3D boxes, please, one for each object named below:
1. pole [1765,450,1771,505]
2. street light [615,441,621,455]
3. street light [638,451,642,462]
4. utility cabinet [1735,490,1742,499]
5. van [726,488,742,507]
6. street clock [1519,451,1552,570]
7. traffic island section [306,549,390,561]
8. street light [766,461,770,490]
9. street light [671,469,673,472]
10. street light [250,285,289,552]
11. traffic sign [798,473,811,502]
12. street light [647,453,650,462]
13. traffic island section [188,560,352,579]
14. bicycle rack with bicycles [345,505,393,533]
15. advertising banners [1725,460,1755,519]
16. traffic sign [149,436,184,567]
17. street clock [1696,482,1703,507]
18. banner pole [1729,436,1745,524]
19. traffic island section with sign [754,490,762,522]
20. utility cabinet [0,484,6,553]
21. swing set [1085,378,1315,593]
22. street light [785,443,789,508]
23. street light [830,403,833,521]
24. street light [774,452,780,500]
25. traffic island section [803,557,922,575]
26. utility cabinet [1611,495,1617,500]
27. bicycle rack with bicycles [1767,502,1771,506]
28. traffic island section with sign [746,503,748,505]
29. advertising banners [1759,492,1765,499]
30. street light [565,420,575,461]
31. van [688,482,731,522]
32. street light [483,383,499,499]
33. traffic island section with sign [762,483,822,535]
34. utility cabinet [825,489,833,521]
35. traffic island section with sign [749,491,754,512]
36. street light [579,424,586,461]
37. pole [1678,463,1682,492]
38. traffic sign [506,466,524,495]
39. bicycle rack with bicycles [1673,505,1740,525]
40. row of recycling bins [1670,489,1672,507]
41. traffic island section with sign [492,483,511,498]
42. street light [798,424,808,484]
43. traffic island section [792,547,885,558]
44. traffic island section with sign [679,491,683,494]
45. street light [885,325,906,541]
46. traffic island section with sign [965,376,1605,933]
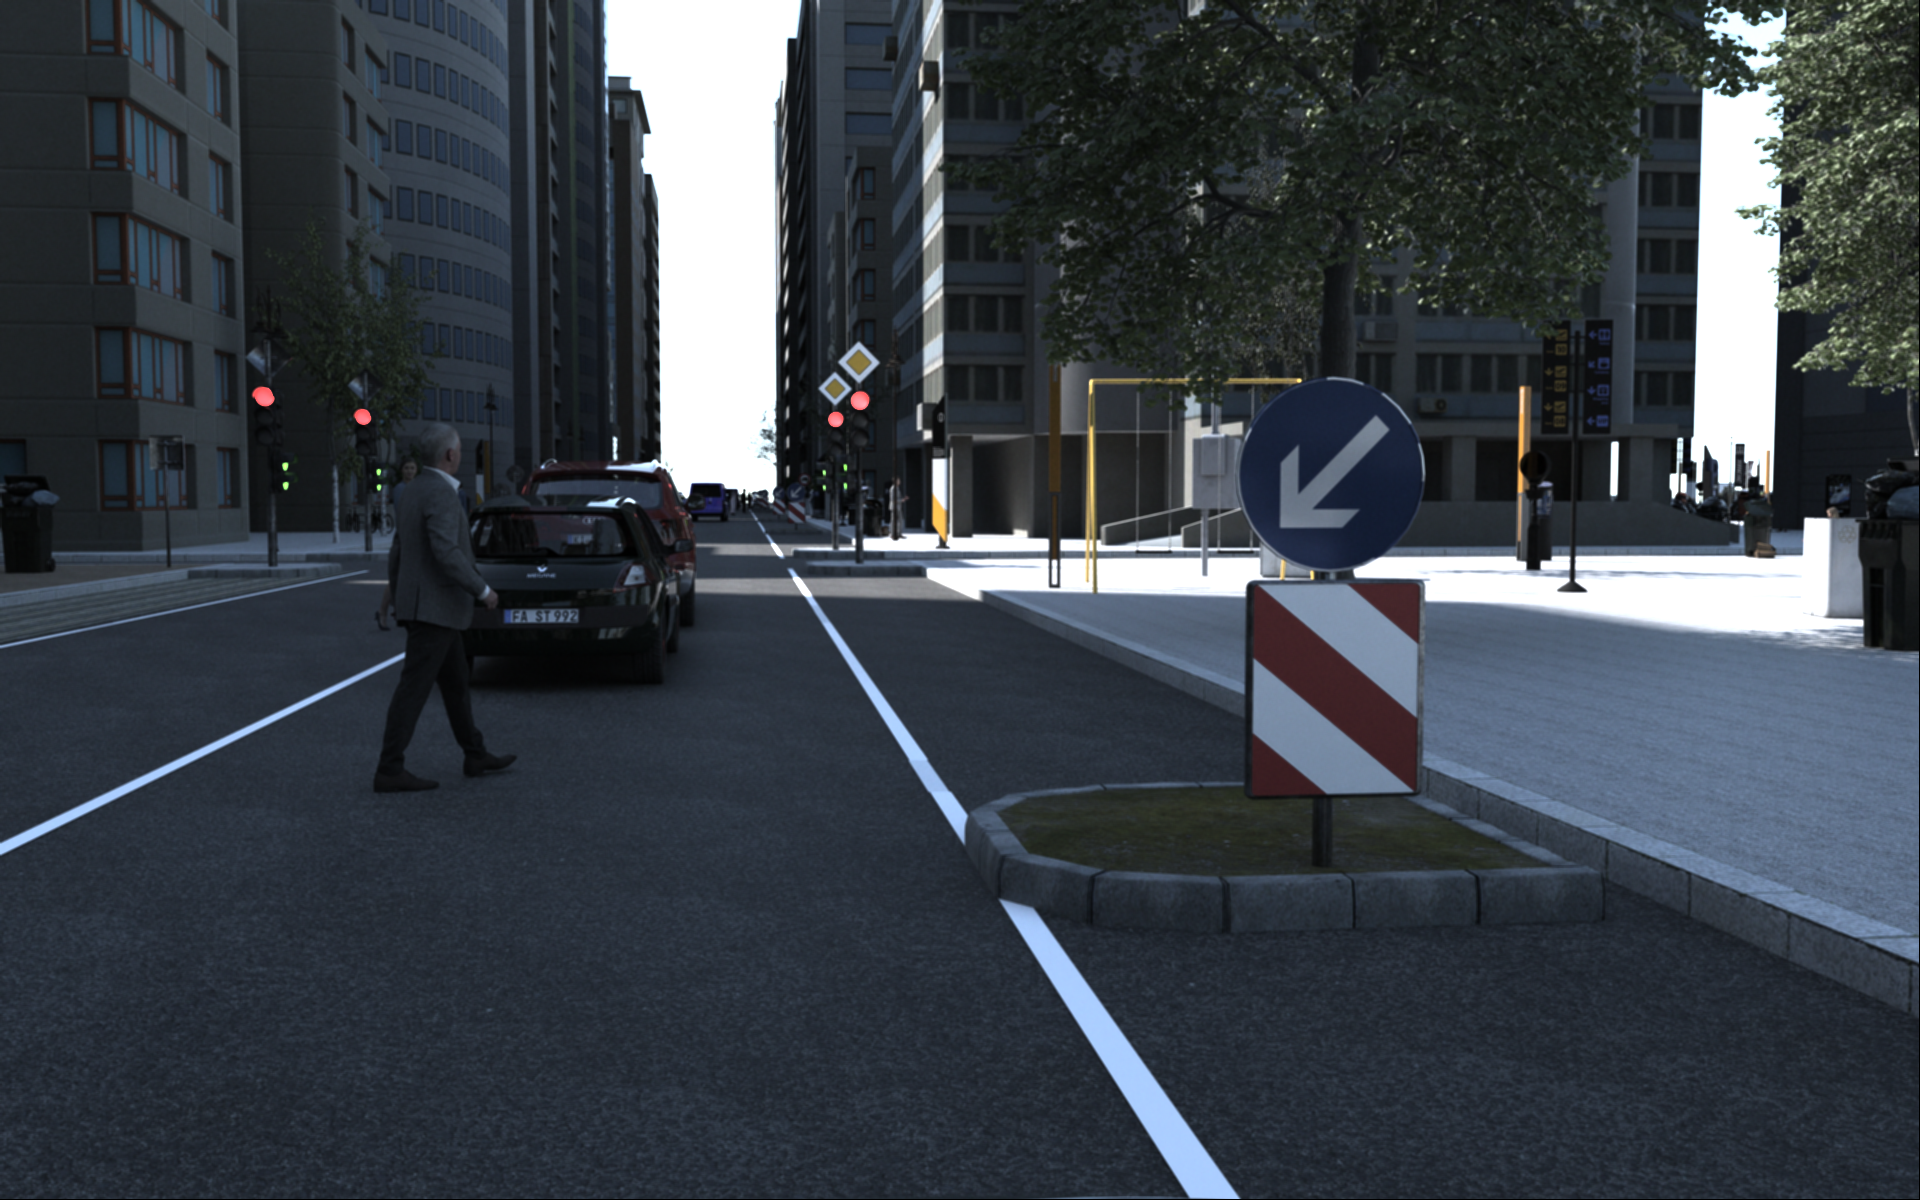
[{"bbox_3d":[37.150,-5.250,79.683,0.158,3.312,0.155,0,3,0],"label":"pole"},{"bbox_3d":[-29.185,-10.711,147.911,0.468,5.910,1.993,0,4,-7],"label":"street light"},{"bbox_3d":[-33.393,-12.726,180.852,0.468,5.910,1.993,0,4,-7],"label":"street light"},{"bbox_3d":[44.740,-5.543,99.302,1.173,1.500,0.318,-1,4,-19],"label":"utility cabinet"},{"bbox_3d":[-24.319,-10.987,184.023,2.240,2.365,5.245,0,4,-5],"label":"van"},{"bbox_3d":[9.705,-1.509,29.250,0.471,2.002,0.358,3,4,37],"label":"street clock"},{"bbox_3d":[-13.201,-0.999,38.610,2.009,0.180,2.903,0,4,-7],"label":"traffic island section"},{"bbox_3d":[-26.246,-16.285,239.052,0.468,5.910,1.993,0,4,-7],"label":"street light"},{"bbox_3d":[-43.846,-17.805,263.901,0.468,5.910,1.993,0,4,-7],"label":"street light"},{"bbox_3d":[-15.283,-4.017,38.458,0.468,5.910,1.993,0,4,-7],"label":"street light"},{"bbox_3d":[-9.339,-6.365,104.175,0.768,2.556,0.104,0,4,2],"label":"traffic sign"},{"bbox_3d":[-35.456,-13.730,197.274,0.468,5.910,1.993,0,4,-7],"label":"street light"},{"bbox_3d":[-12.193,-0.514,30.689,2.009,0.180,2.903,0,4,-7],"label":"traffic island section"},{"bbox_3d":[-19.048,-2.704,57.586,2.852,0.926,2.925,-2,4,-27],"label":"bicycle rack with bicycles"},{"bbox_3d":[40.077,-5.676,88.989,2.074,3.025,0.090,-2,4,-26],"label":"advertising banners"},{"bbox_3d":[-13.859,-1.722,30.283,0.606,2.300,0.079,0,4,1],"label":"traffic sign"},{"bbox_3d":[43.955,-6.010,102.839,0.471,2.002,0.358,0,4,8],"label":"street clock"},{"bbox_3d":[33.541,-5.192,74.899,0.863,3.779,0.401,0,4,-4],"label":"banner pole"},{"bbox_3d":[-9.465,-4.936,89.336,1.989,1.847,2.006,0,4,-7],"label":"traffic island section with sign"},{"bbox_3d":[-20.549,-1.768,37.588,1.173,1.500,0.318,-2,4,-26],"label":"utility cabinet"},{"bbox_3d":[3.084,-1.592,23.650,3.119,2.851,2.862,0,4,2],"label":"swing set"},{"bbox_3d":[-15.729,-11.277,157.162,0.468,5.910,1.993,0,4,-7],"label":"street light"},{"bbox_3d":[-6.018,-6.617,80.983,0.468,5.910,1.993,0,4,-7],"label":"street light"},{"bbox_3d":[-19.929,-13.298,190.208,0.468,5.910,1.993,0,4,-7],"label":"street light"},{"bbox_3d":[-1.834,-0.594,31.998,2.009,0.180,2.903,0,4,-7],"label":"traffic island section"},{"bbox_3d":[45.808,-6.728,121.163,0.306,1.237,1.020,0,4,0],"label":"utility cabinet"},{"bbox_3d":[49.926,-5.808,108.339,2.925,0.926,2.852,2,4,24],"label":"bicycle rack with bicycles"},{"bbox_3d":[-19.213,-9.618,165.876,1.989,1.847,2.006,0,4,-7],"label":"traffic island section with sign"},{"bbox_3d":[43.314,-6.019,94.602,0.090,3.025,2.074,-1,4,-16],"label":"advertising banners"},{"bbox_3d":[-23.745,-8.123,105.601,0.468,5.910,1.993,0,4,-7],"label":"street light"},{"bbox_3d":[-13.258,-5.321,91.382,2.240,2.365,5.245,0,4,-5],"label":"van"},{"bbox_3d":[-19.490,-6.072,72.059,0.468,5.910,1.993,0,4,-7],"label":"street light"},{"bbox_3d":[-6.003,-3.272,62.120,1.989,1.847,2.006,0,4,-7],"label":"traffic island section with sign"},{"bbox_3d":[-6.153,-4.539,82.885,0.318,1.500,1.173,1,4,14],"label":"utility cabinet"},{"bbox_3d":[-15.781,-7.971,138.959,1.989,1.847,2.006,0,4,-7],"label":"traffic island section with sign"},{"bbox_3d":[-24.951,-8.662,114.404,0.468,5.910,1.993,0,4,-7],"label":"street light"},{"bbox_3d":[46.755,-7.259,112.527,0.158,3.312,0.155,0,3,0],"label":"pole"},{"bbox_3d":[-19.808,-4.712,77.143,0.768,2.556,0.104,0,4,-6],"label":"traffic sign"},{"bbox_3d":[24.875,-2.762,58.541,2.925,0.926,2.852,3,5,44],"label":"bicycle rack with bicycles"},{"bbox_3d":[42.495,-6.062,106.233,3.534,1.692,1.069,-2,4,-35],"label":"row of recycling bins"},{"bbox_3d":[-15.999,-3.173,60.500,1.989,1.847,2.006,0,4,-7],"label":"traffic island section with sign"},{"bbox_3d":[-10.204,-8.632,113.926,0.468,5.910,1.993,0,4,-7],"label":"street light"},{"bbox_3d":[-2.842,-1.079,39.919,2.009,0.180,2.903,0,4,-7],"label":"traffic island section"},{"bbox_3d":[-39.673,-14.549,246.500,1.989,1.847,2.006,0,4,-7],"label":"traffic island section with sign"},{"bbox_3d":[-1.782,-4.574,47.575,0.468,5.910,1.993,0,4,-7],"label":"street light"},{"bbox_3d":[1.059,0.122,6.633,1.989,1.847,2.006,0,4,-7],"label":"traffic island section with sign"}]
